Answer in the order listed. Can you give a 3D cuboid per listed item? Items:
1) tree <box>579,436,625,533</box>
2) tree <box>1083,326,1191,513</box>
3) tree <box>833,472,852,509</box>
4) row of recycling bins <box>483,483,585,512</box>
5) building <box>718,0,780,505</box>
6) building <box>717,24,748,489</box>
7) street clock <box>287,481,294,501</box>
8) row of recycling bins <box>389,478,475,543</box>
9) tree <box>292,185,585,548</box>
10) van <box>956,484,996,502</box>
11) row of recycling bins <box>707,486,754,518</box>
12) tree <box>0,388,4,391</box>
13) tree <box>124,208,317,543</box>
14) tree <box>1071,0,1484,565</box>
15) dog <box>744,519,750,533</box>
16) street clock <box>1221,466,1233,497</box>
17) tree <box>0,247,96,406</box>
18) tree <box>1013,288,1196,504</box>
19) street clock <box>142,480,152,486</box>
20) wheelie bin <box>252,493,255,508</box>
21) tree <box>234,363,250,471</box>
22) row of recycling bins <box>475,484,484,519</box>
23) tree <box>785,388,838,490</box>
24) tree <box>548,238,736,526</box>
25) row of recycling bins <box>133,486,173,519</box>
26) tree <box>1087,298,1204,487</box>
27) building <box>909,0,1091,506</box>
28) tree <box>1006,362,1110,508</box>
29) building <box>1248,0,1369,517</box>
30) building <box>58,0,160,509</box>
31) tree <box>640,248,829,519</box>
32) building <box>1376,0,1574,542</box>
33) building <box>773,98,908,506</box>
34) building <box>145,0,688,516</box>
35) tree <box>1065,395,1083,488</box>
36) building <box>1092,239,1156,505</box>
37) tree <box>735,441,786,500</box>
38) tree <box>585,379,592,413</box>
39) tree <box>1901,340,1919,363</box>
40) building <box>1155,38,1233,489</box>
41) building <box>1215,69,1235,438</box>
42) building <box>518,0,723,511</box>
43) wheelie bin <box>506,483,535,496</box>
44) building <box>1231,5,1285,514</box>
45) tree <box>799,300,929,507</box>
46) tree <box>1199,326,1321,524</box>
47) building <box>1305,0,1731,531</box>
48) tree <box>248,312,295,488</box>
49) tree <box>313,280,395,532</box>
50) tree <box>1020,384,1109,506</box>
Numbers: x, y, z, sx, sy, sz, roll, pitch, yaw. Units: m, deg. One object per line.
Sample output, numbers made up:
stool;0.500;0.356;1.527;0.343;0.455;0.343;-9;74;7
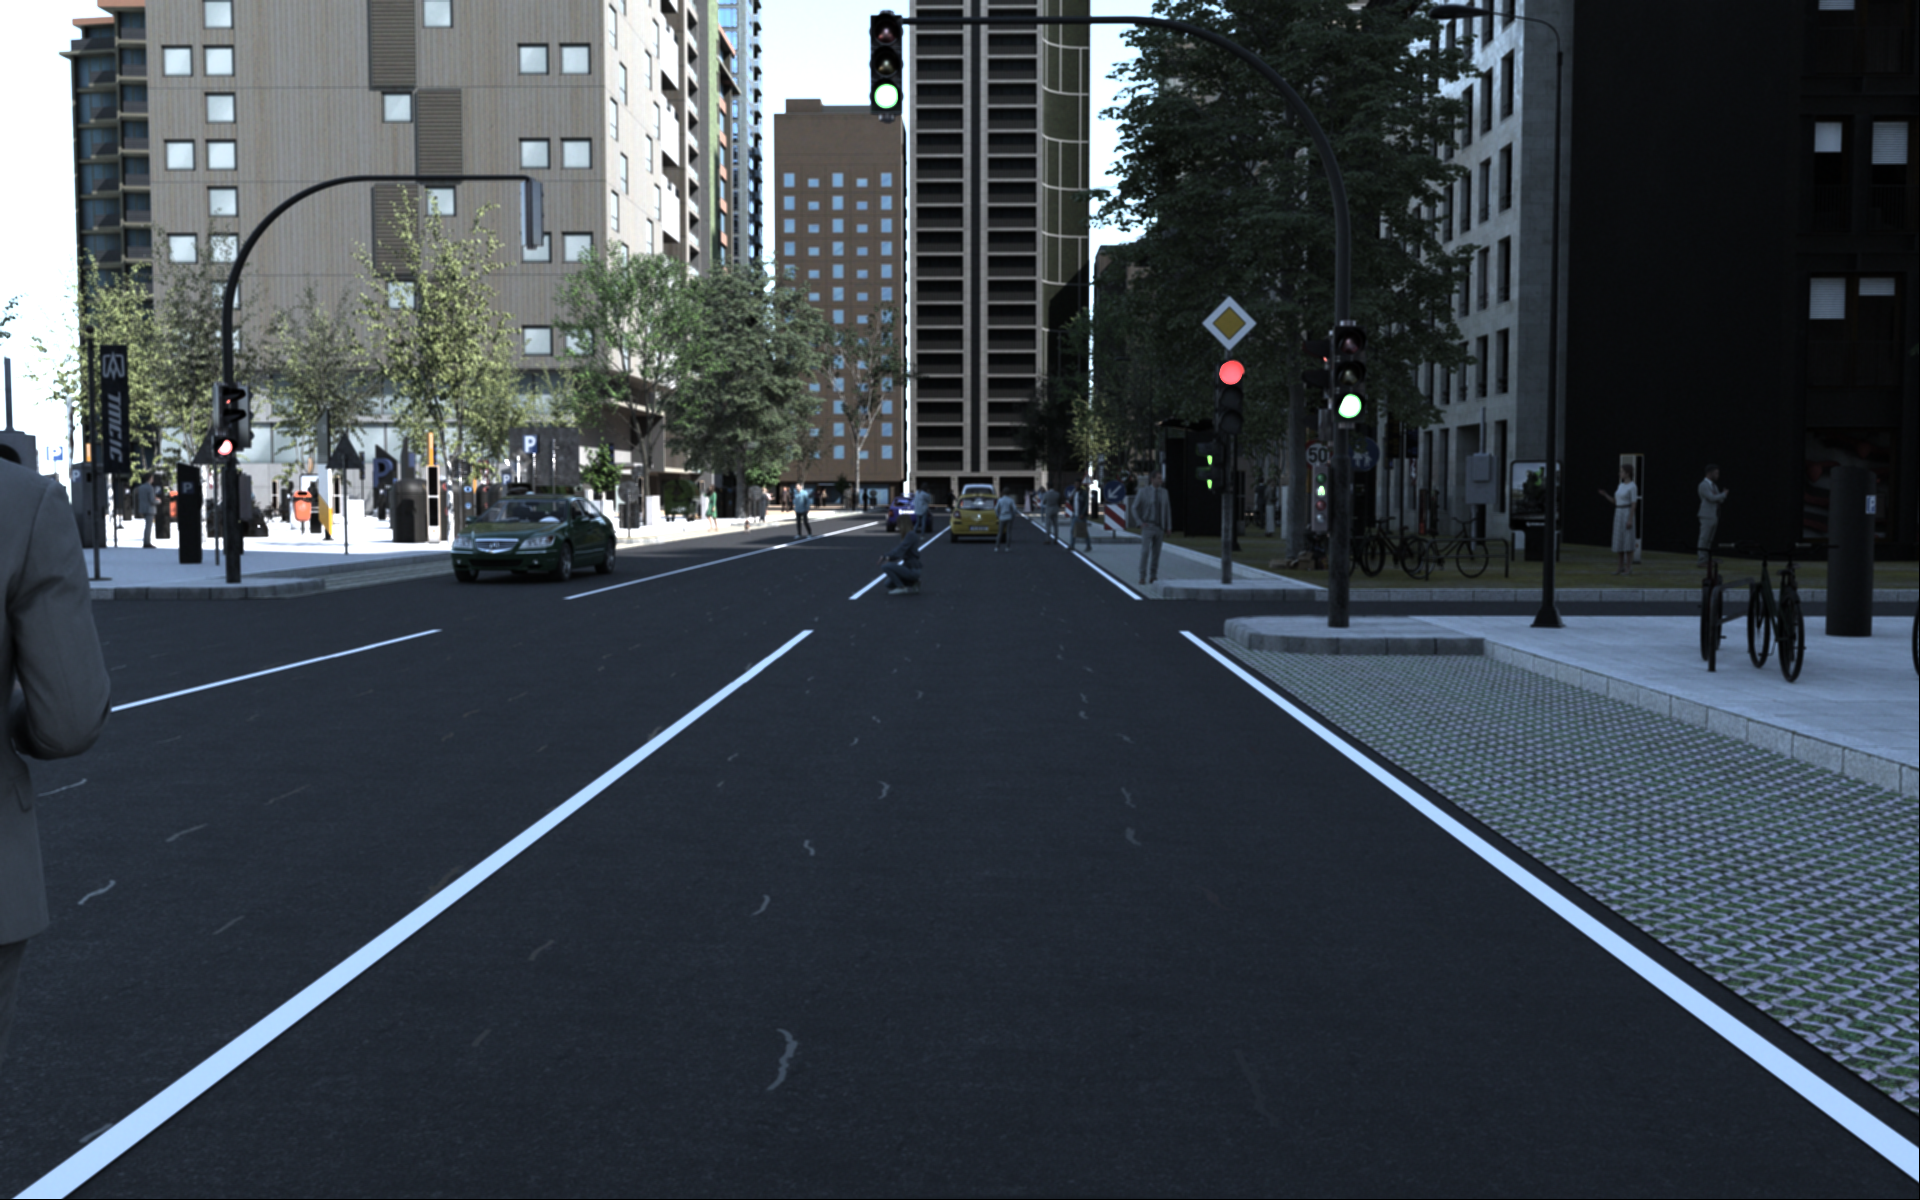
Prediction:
tree;-11.851;-3.859;57.703;1.663;3.219;1.824;0;3;0
tree;7.581;-7.537;73.589;4.737;8.622;4.395;0;3;0
tree;-10.062;-9.466;149.362;1.663;3.219;1.824;0;3;0
row of recycling bins;-15.769;-3.508;64.463;3.534;1.692;1.069;-1;4;-19
building;-36.023;-54.389;201.934;31.000;86.520;22.319;0;4;1
building;-33.516;-30.708;156.693;28.867;44.769;22.147;0;4;1
street clock;-37.688;-5.684;97.496;0.358;2.002;0.471;-3;5;-39
row of recycling bins;-14.408;-2.434;46.901;1.069;1.692;3.534;0;4;6
tree;-12.299;-5.548;41.078;4.737;8.622;4.395;0;3;0
van;0.811;-4.033;72.946;2.013;2.044;4.112;0;4;2
row of recycling bins;-12.371;-5.280;93.445;1.069;1.692;3.534;2;4;34
tree;-32.840;-6.383;54.719;4.360;8.622;3.978;0;3;0
tree;-19.776;-5.804;45.261;4.360;8.622;3.978;0;3;0
tree;5.743;-6.920;31.263;7.486;12.596;7.792;0;3;0
dog;-7.804;-2.700;63.434;0.540;0.507;0.406;3;5;44
street clock;6.792;-2.410;43.974;0.471;2.002;0.358;0;4;7
tree;-25.391;-6.173;51.296;4.737;8.622;4.395;0;3;0
tree;8.218;-9.845;86.716;9.928;11.665;9.643;0;3;0
street clock;-41.353;-5.111;88.140;0.471;2.002;0.358;-2;4;-27
wheelie bin;-22.840;-2.883;55.038;0.693;1.594;0.980;1;4;17
tree;-27.009;-6.538;57.252;4.737;8.622;4.395;0;3;0
row of recycling bins;-19.999;-3.929;71.349;3.534;1.692;1.069;-3;4;-38
tree;-10.859;-10.435;120.973;4.360;8.622;3.978;0;3;0
tree;-12.803;-8.847;70.400;9.928;11.665;9.643;0;3;0
row of recycling bins;-42.020;-5.093;90.391;1.069;1.692;3.534;0;4;-1
tree;7.024;-6.862;62.564;4.360;8.622;3.978;0;3;0
building;4.771;-46.642;200.850;20.611;71.187;20.563;0;4;1
tree;9.206;-15.318;160.823;12.009;13.543;11.850;0;3;0
building;22.966;-18.557;89.310;13.634;28.700;20.117;0;4;1
building;-62.406;-30.652;155.792;28.867;44.769;22.147;0;4;1
tree;-11.513;-11.198;89.749;9.857;13.997;8.962;0;3;0
building;20.204;-12.193;54.105;10.420;20.320;16.860;0;4;1
building;-13.398;-33.595;199.391;14.200;45.320;14.600;0;4;1
building;-33.716;-32.062;113.453;28.713;52.752;27.495;0;4;1
tree;8.936;-10.199;117.108;4.737;8.622;4.395;0;3;0
building;22.522;-26.121;198.777;14.107;30.474;14.160;0;4;1
tree;-12.107;-7.406;104.800;4.285;4.588;4.351;0;3;0
tree;-21.917;-8.749;93.405;4.737;8.622;4.395;0;3;0
tree;6.198;-0.906;9.411;1.663;3.219;1.824;0;3;0
building;24.919;-29.082;159.089;14.154;41.232;14.086;0;4;1
building;34.197;-27.358;139.183;32.217;40.220;23.993;0;4;1
building;-26.663;-27.574;134.422;14.154;41.232;14.086;0;4;1
wheelie bin;-11.996;-2.409;47.302;0.980;1.594;0.693;0;4;-3
building;27.914;-41.458;116.096;20.563;71.187;20.611;0;4;1
tree;-8.509;-19.071;167.700;12.611;20.169;13.585;0;3;0
tree;13.146;-7.788;77.689;4.737;8.622;4.395;0;3;0
building;21.937;-14.788;71.459;12.332;23.373;15.834;0;4;1
tree;-25.243;-7.149;67.252;4.737;8.622;4.395;0;3;0
tree;-21.222;-6.612;58.472;4.360;8.622;3.978;0;3;0
tree;8.522;-12.958;146.282;7.601;10.594;8.767;2;4;30
